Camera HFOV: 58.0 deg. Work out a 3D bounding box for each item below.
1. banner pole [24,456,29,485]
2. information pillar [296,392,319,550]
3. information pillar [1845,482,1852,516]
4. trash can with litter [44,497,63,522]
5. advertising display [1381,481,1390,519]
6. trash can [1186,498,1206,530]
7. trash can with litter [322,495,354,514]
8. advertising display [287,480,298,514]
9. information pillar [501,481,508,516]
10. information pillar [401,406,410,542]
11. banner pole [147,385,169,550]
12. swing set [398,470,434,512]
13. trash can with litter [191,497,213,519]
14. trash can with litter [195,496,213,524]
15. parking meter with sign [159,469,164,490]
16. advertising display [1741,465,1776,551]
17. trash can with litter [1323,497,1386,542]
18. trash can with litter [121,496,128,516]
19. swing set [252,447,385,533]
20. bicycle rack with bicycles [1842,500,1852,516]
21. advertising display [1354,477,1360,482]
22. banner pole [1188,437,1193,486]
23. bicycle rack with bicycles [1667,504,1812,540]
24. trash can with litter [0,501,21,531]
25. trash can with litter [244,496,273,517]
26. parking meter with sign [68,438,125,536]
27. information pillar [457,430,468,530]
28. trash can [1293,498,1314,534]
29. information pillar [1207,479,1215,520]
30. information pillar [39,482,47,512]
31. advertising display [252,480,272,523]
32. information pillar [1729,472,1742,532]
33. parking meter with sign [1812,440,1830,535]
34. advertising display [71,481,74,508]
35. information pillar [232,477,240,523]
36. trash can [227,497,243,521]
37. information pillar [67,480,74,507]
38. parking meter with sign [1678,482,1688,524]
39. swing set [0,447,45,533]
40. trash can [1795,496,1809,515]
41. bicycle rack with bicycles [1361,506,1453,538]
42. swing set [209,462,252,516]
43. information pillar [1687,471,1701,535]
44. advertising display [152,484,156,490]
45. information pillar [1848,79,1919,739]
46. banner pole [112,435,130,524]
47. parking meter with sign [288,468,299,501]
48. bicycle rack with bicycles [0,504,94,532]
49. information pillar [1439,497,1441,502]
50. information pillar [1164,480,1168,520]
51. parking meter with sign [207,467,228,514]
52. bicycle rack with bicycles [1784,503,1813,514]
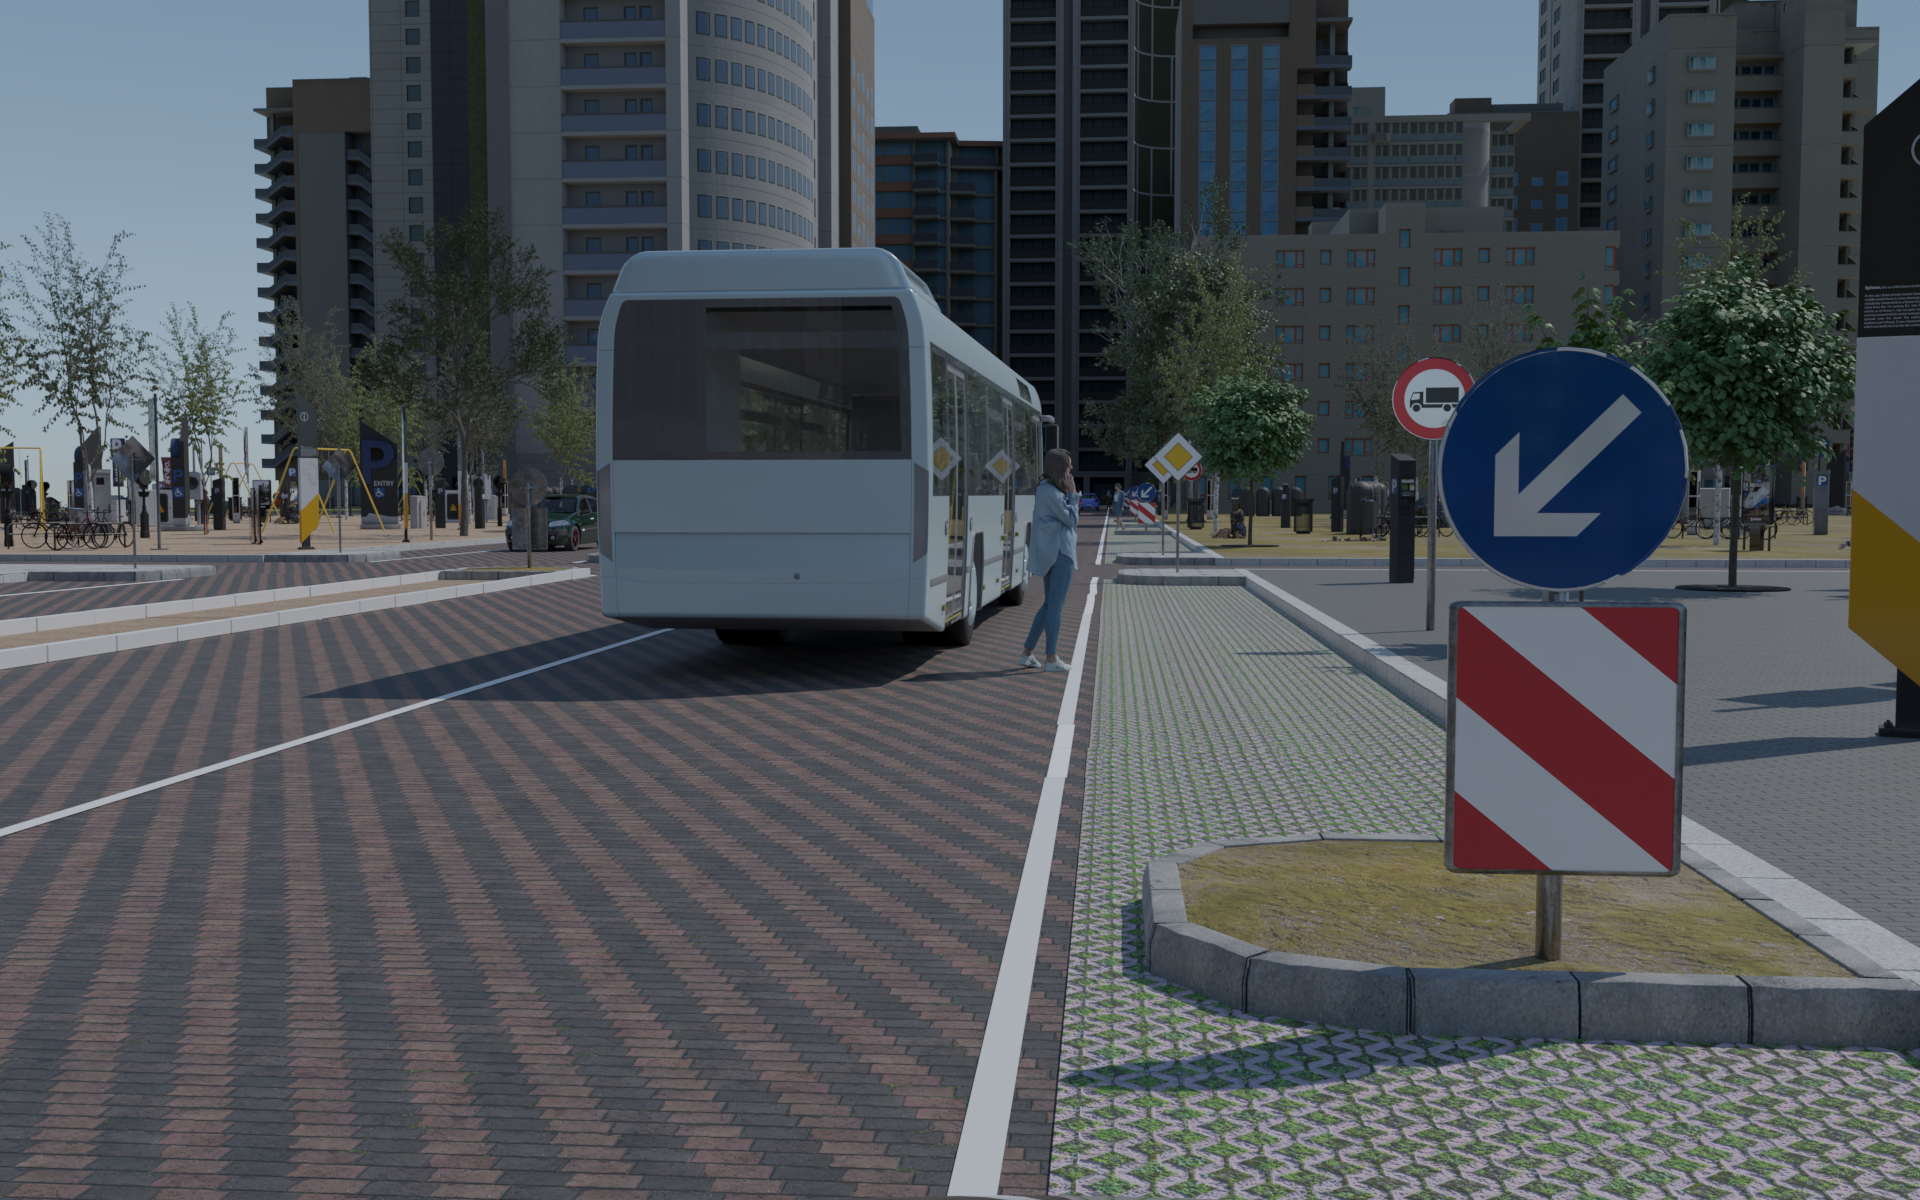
[{"bbox_3d":[-60.475,-7.478,112.284,0.401,3.779,0.863,-1,4,-9],"label":"banner pole"},{"bbox_3d":[-15.068,-2.975,40.001,0.183,3.616,0.504,2,4,35],"label":"information pillar"},{"bbox_3d":[52.611,-5.992,102.468,0.304,2.012,0.304,-3,5,-43],"label":"information pillar"},{"bbox_3d":[-40.328,-4.030,77.283,0.624,1.170,1.055,1,4,19],"label":"trash can with litter"},{"bbox_3d":[21.468,-5.061,87.956,0.974,1.923,0.123,-3,4,-38],"label":"advertising display"},{"bbox_3d":[8.550,-3.127,62.773,0.748,1.137,0.748,0,3,0],"label":"trash can"},{"bbox_3d":[-40.315,-6.162,111.801,2.233,1.210,1.678,0,4,-5],"label":"trash can with litter"},{"bbox_3d":[-31.527,-4.687,81.853,0.123,1.923,0.974,0,4,0],"label":"advertising display"},{"bbox_3d":[-26.588,-5.906,101.063,0.304,2.012,0.304,1,4,15],"label":"information pillar"},{"bbox_3d":[-14.708,-3.337,45.908,0.183,3.616,0.504,-1,4,-22],"label":"information pillar"},{"bbox_3d":[-18.600,-3.056,39.986,0.401,3.779,0.863,-3,5,-39],"label":"banner pole"},{"bbox_3d":[-35.965,-7.093,113.598,2.862,2.851,3.119,0,4,-6],"label":"swing set"},{"bbox_3d":[-38.617,-4.716,88.166,1.678,1.210,2.233,0,4,-3],"label":"trash can with litter"},{"bbox_3d":[-31.729,-3.777,73.147,1.055,1.170,0.624,-2,4,-28],"label":"trash can with litter"},{"bbox_3d":[-45.277,-6.240,98.291,0.543,3.016,1.738,0,4,-3],"label":"parking meter with sign"},{"bbox_3d":[18.070,-2.081,39.233,0.123,1.923,0.974,-1,4,-13],"label":"advertising display"},{"bbox_3d":[10.782,-2.222,47.389,2.233,1.210,1.678,-1,4,-20],"label":"trash can with litter"},{"bbox_3d":[-48.624,-5.553,101.851,2.233,1.210,1.678,-1,4,-22],"label":"trash can with litter"},{"bbox_3d":[-21.744,-3.751,58.956,2.862,2.851,3.119,1,4,16],"label":"swing set"},{"bbox_3d":[52.085,-5.279,99.698,2.852,0.926,2.925,3,5,42],"label":"bicycle rack with bicycles"},{"bbox_3d":[15.021,-3.690,65.550,0.123,1.923,0.974,0,4,8],"label":"advertising display"},{"bbox_3d":[9.116,-4.797,68.447,0.401,3.779,0.863,1,4,21],"label":"banner pole"},{"bbox_3d":[22.087,-2.215,49.593,2.852,0.926,2.925,-2,4,-32],"label":"bicycle rack with bicycles"},{"bbox_3d":[-34.311,-3.086,61.516,1.678,1.210,2.233,-2,4,-31],"label":"trash can with litter"},{"bbox_3d":[-40.241,-5.411,99.531,2.233,1.210,1.678,-1,4,-22],"label":"trash can with litter"},{"bbox_3d":[-26.542,-3.485,53.236,0.543,3.016,1.738,1,4,23],"label":"parking meter with sign"},{"bbox_3d":[-17.787,-4.317,61.934,0.504,3.616,0.183,3,4,39],"label":"information pillar"},{"bbox_3d":[11.069,-2.702,55.833,0.748,1.137,0.748,0,3,0],"label":"trash can"},{"bbox_3d":[12.616,-5.047,87.017,0.304,2.012,0.304,-3,4,-36],"label":"information pillar"},{"bbox_3d":[-54.093,-5.976,102.191,0.304,2.012,0.304,-1,4,-15],"label":"information pillar"},{"bbox_3d":[-31.278,-4.429,77.630,0.974,1.923,0.123,1,4,20],"label":"advertising display"},{"bbox_3d":[25.701,-3.234,57.372,0.304,2.012,0.304,1,4,10],"label":"information pillar"},{"bbox_3d":[27.241,-3.582,54.827,0.543,3.016,1.738,1,4,23],"label":"parking meter with sign"},{"bbox_3d":[-42.250,-4.756,82.975,0.974,1.923,0.123,2,4,33],"label":"advertising display"},{"bbox_3d":[-31.797,-4.378,76.069,0.304,2.012,0.304,-1,4,-21],"label":"information pillar"},{"bbox_3d":[-34.627,-4.348,82.737,0.748,1.137,0.748,0,3,0],"label":"trash can"},{"bbox_3d":[-46.782,-5.302,91.172,0.304,2.012,0.304,-3,5,-42],"label":"information pillar"},{"bbox_3d":[31.781,-4.846,75.491,1.738,3.016,0.543,-1,4,-12],"label":"parking meter with sign"},{"bbox_3d":[-32.127,-3.652,57.333,3.119,2.851,2.862,-2,4,-26],"label":"swing set"},{"bbox_3d":[51.320,-5.745,105.581,0.748,1.137,0.748,0,3,0],"label":"trash can"},{"bbox_3d":[13.370,-2.352,51.834,2.925,0.926,2.852,0,4,-4],"label":"bicycle rack with bicycles"},{"bbox_3d":[-35.953,-5.462,86.926,2.862,2.851,3.119,0,4,-4],"label":"swing set"},{"bbox_3d":[23.000,-3.045,54.283,0.304,2.012,0.304,2,4,35],"label":"information pillar"},{"bbox_3d":[-49.732,-6.270,107.725,0.974,1.923,0.123,0,4,4],"label":"advertising display"},{"bbox_3d":[4.981,-1.085,9.092,0.504,3.616,0.183,2,4,26],"label":"information pillar"},{"bbox_3d":[-35.535,-5.103,73.456,0.401,3.779,0.863,3,5,41],"label":"banner pole"},{"bbox_3d":[-44.378,-7.296,115.545,0.543,3.016,1.738,-2,4,-31],"label":"parking meter with sign"},{"bbox_3d":[-34.296,-3.148,64.852,2.925,0.926,2.852,-1,4,-21],"label":"bicycle rack with bicycles"},{"bbox_3d":[23.997,-5.780,85.864,0.504,3.616,0.183,2,4,27],"label":"information pillar"},{"bbox_3d":[10.337,-5.071,87.406,0.304,2.012,0.304,0,4,3],"label":"information pillar"},{"bbox_3d":[-47.668,-7.042,111.399,1.738,3.016,0.543,2,4,34],"label":"parking meter with sign"},{"bbox_3d":[33.995,-3.586,72.015,2.925,0.926,2.852,1,4,22],"label":"bicycle rack with bicycles"}]
